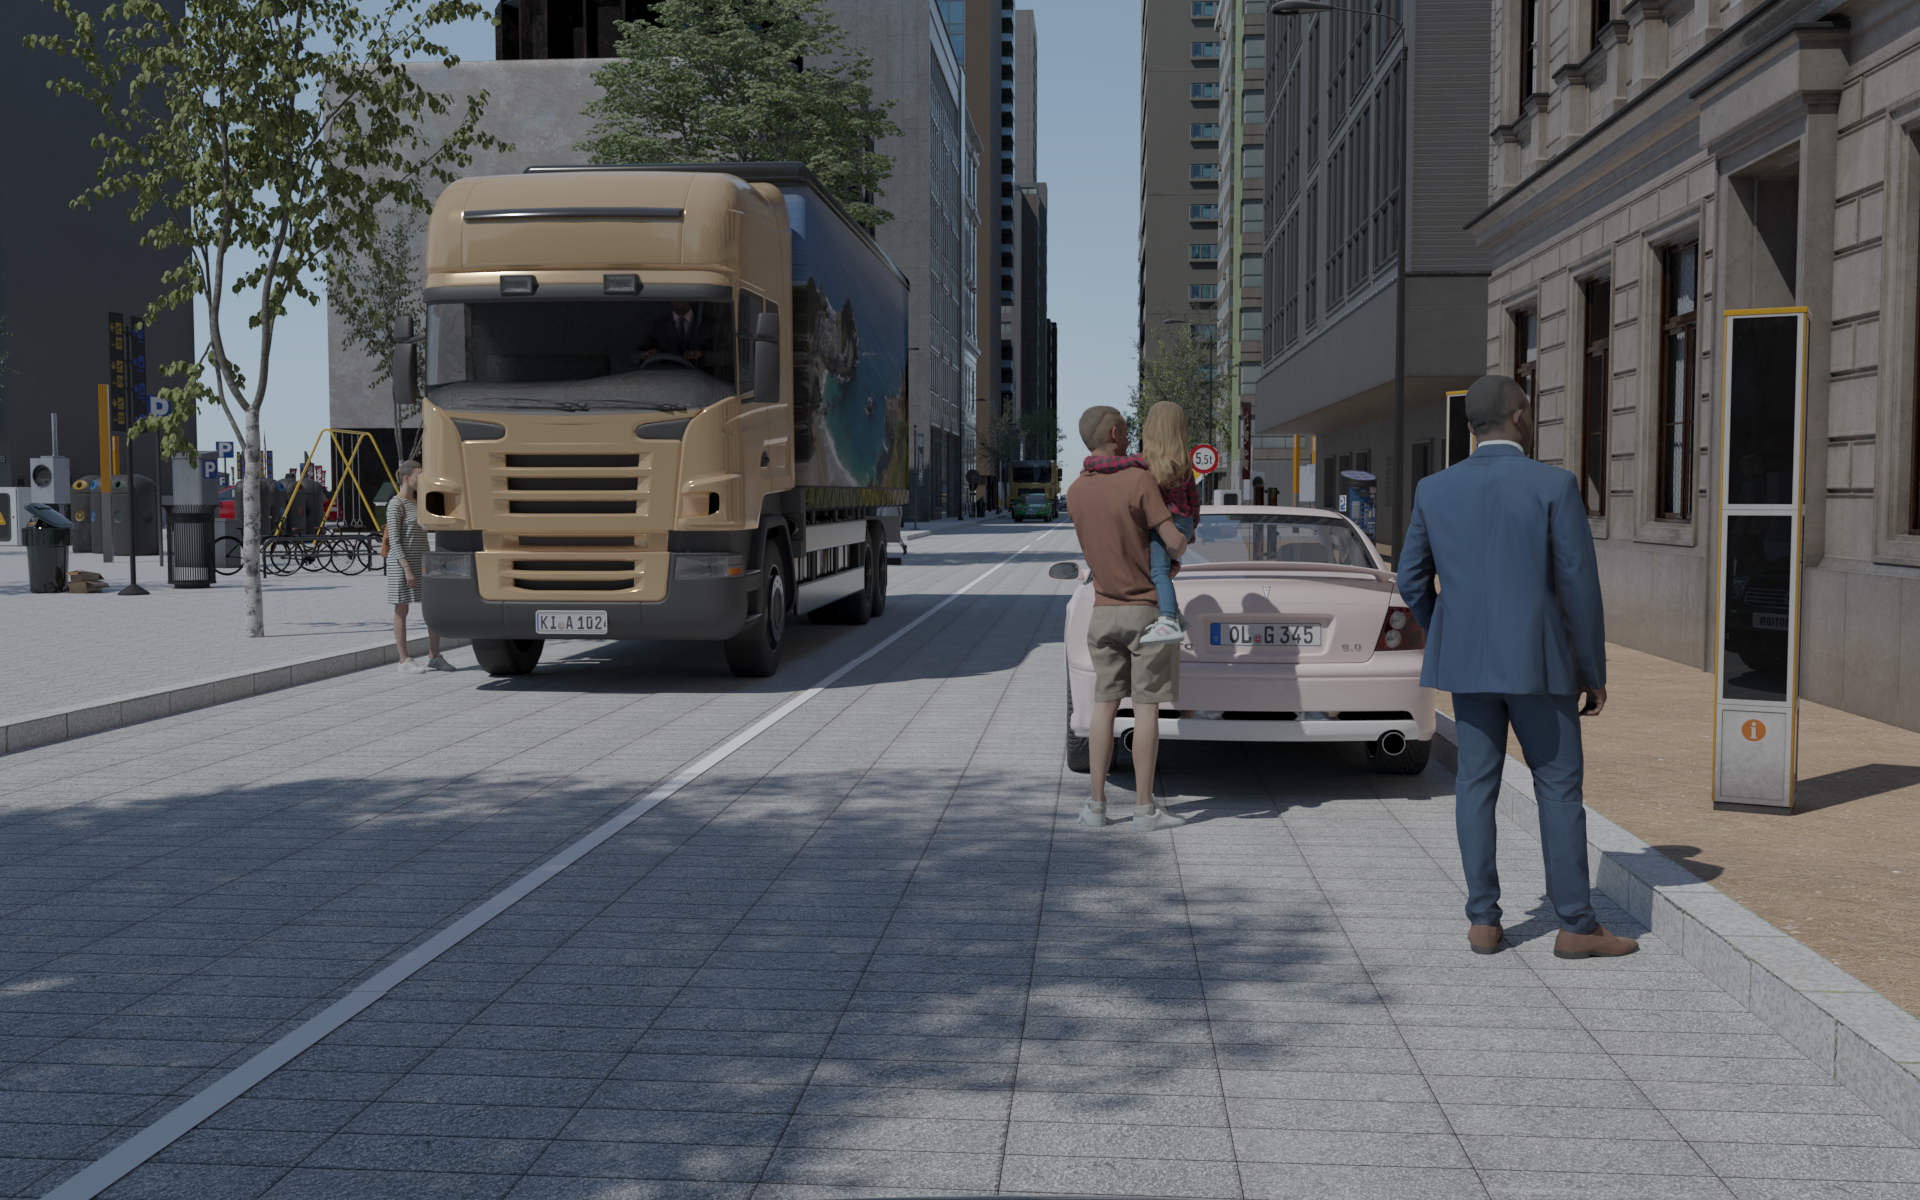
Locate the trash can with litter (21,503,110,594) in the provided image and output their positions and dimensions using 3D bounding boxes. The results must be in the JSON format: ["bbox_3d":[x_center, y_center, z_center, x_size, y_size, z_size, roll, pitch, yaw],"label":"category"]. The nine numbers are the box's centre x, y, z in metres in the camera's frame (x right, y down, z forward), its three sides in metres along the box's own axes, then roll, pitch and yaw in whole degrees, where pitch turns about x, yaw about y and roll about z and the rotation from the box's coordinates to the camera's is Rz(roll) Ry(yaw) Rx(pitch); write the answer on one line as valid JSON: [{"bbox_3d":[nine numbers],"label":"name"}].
[{"bbox_3d":[-11.617,-0.682,22.537,1.055,1.170,0.624,0,4,7],"label":"trash can with litter"}]

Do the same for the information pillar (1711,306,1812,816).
[{"bbox_3d":[3.248,-0.155,7.021,0.304,2.012,0.304,2,4,29],"label":"information pillar"}]

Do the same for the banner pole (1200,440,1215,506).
[{"bbox_3d":[11.473,-5.507,80.061,0.863,3.779,0.401,0,4,7],"label":"banner pole"}]

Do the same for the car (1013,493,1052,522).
[{"bbox_3d":[3.763,-4.899,88.895,1.959,1.807,4.718,0,4,6],"label":"car"}]

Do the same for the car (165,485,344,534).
[{"bbox_3d":[-21.743,-2.731,53.320,5.304,1.827,2.281,0,4,4],"label":"car"}]

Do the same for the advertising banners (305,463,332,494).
[{"bbox_3d":[-35.644,-6.174,97.129,2.074,3.025,0.090,-2,4,-35],"label":"advertising banners"}]

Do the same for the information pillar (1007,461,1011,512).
[{"bbox_3d":[3.429,-7.953,121.387,0.183,3.616,0.504,2,4,26],"label":"information pillar"}]

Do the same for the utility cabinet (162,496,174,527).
[{"bbox_3d":[-30.709,-3.405,66.827,1.020,1.237,0.306,-2,4,-34],"label":"utility cabinet"}]

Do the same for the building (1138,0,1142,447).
[{"bbox_3d":[30.019,-39.484,187.566,21.231,58.520,28.212,0,4,5],"label":"building"}]

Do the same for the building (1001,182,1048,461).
[{"bbox_3d":[3.885,-32.891,221.355,14.154,41.232,14.086,0,4,5],"label":"building"}]

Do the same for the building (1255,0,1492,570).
[{"bbox_3d":[13.673,-14.575,31.816,14.314,27.812,24.014,0,4,5],"label":"building"}]

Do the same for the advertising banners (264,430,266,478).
[{"bbox_3d":[-19.129,-3.154,47.757,0.090,3.025,2.074,-1,4,-20],"label":"advertising banners"}]

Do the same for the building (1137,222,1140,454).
[{"bbox_3d":[38.967,-39.804,270.402,23.786,49.044,30.456,0,4,5],"label":"building"}]

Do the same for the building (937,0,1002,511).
[{"bbox_3d":[-4.042,-29.780,137.008,14.600,45.320,14.200,0,4,5],"label":"building"}]

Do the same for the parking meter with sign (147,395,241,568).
[{"bbox_3d":[-13.376,-2.081,30.289,1.738,3.016,0.543,1,4,22],"label":"parking meter with sign"}]

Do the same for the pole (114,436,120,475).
[{"bbox_3d":[-29.698,-4.107,60.998,0.158,3.312,0.155,0,3,0],"label":"pole"}]

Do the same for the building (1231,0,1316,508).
[{"bbox_3d":[20.775,-24.674,87.022,14.154,41.232,14.086,0,4,5],"label":"building"}]

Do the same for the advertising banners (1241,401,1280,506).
[{"bbox_3d":[5.806,-2.287,33.574,0.090,3.025,2.074,2,4,31],"label":"advertising banners"}]

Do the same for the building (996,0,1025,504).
[{"bbox_3d":[-3.965,-53.230,182.974,22.319,86.520,31.000,0,4,5],"label":"building"}]

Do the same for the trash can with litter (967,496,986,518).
[{"bbox_3d":[0.902,-5.060,94.123,1.055,1.170,0.624,0,4,-2],"label":"trash can with litter"}]

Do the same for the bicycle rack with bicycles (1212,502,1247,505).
[{"bbox_3d":[11.528,-3.738,74.506,2.925,0.926,2.852,-2,4,-27],"label":"bicycle rack with bicycles"}]

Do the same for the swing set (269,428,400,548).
[{"bbox_3d":[-15.075,-2.749,42.564,2.862,2.851,3.119,0,4,0],"label":"swing set"}]

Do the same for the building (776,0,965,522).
[{"bbox_3d":[-6.544,-16.541,88.464,12.078,24.808,19.932,0,4,5],"label":"building"}]

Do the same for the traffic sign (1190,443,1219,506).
[{"bbox_3d":[6.154,-2.667,43.707,0.768,2.556,0.104,1,4,14],"label":"traffic sign"}]

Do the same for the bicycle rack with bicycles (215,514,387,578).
[{"bbox_3d":[-10.387,-0.867,27.562,2.925,0.926,2.852,-2,4,-25],"label":"bicycle rack with bicycles"}]

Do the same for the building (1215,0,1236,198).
[{"bbox_3d":[29.961,-25.886,115.122,32.217,40.220,23.993,0,4,5],"label":"building"}]

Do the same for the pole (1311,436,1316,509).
[{"bbox_3d":[12.530,-4.123,61.255,0.158,3.312,0.155,0,3,0],"label":"pole"}]

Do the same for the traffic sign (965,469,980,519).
[{"bbox_3d":[0.644,-5.424,88.794,0.768,2.556,0.104,1,4,14],"label":"traffic sign"}]

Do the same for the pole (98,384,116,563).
[{"bbox_3d":[-15.941,-2.354,32.329,0.158,3.312,0.155,0,3,0],"label":"pole"}]

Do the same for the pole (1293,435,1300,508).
[{"bbox_3d":[11.019,-3.846,56.728,0.158,3.312,0.155,0,3,0],"label":"pole"}]

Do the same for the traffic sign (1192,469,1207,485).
[{"bbox_3d":[6.254,-2.599,46.131,0.795,2.450,0.064,0,4,5],"label":"traffic sign"}]

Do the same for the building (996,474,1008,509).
[{"bbox_3d":[-11.401,-28.442,156.905,32.217,40.220,23.993,0,4,5],"label":"building"}]

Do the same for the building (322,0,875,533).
[{"bbox_3d":[-11.763,-12.045,64.393,16.820,18.784,16.811,0,4,5],"label":"building"}]

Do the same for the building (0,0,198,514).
[{"bbox_3d":[-44.393,-16.663,65.953,24.014,27.812,14.314,0,4,5],"label":"building"}]

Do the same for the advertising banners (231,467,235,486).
[{"bbox_3d":[-46.301,-7.026,111.061,0.090,3.025,2.074,0,4,0],"label":"advertising banners"}]

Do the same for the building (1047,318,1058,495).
[{"bbox_3d":[8.561,-31.121,280.530,14.160,30.474,14.107,0,4,5],"label":"building"}]

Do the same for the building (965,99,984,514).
[{"bbox_3d":[-5.842,-19.721,108.343,13.634,28.700,20.117,0,4,5],"label":"building"}]

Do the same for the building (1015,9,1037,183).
[{"bbox_3d":[3.443,-50.402,262.327,20.563,71.187,20.611,0,4,5],"label":"building"}]

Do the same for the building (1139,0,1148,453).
[{"bbox_3d":[25.587,-31.616,140.619,21.300,48.544,21.600,0,4,5],"label":"building"}]

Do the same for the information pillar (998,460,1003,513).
[{"bbox_3d":[2.774,-7.893,120.401,0.183,3.616,0.504,-2,4,-35],"label":"information pillar"}]

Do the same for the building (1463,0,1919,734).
[{"bbox_3d":[10.025,-8.934,10.700,10.561,19.102,19.286,0,4,5],"label":"building"}]

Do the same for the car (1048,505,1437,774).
[{"bbox_3d":[1.556,0.127,10.285,2.083,1.381,4.827,0,4,4],"label":"car"}]

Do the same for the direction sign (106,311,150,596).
[{"bbox_3d":[-10.522,-1.832,21.949,0.379,3.537,0.876,0,4,2],"label":"direction sign"}]

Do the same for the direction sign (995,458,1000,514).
[{"bbox_3d":[2.380,-7.165,109.137,0.379,3.537,0.876,1,4,17],"label":"direction sign"}]

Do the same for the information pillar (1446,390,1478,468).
[{"bbox_3d":[3.689,-0.485,12.420,0.304,2.012,0.304,-2,4,-23],"label":"information pillar"}]

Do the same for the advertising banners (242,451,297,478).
[{"bbox_3d":[-26.558,-4.317,66.776,2.074,3.025,0.090,-1,4,-11],"label":"advertising banners"}]

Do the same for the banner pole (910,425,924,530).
[{"bbox_3d":[-1.505,-4.451,62.787,0.401,3.779,0.863,2,4,28],"label":"banner pole"}]

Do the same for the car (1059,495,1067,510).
[{"bbox_3d":[9.621,-8.651,153.810,2.083,1.381,4.827,0,4,6],"label":"car"}]
